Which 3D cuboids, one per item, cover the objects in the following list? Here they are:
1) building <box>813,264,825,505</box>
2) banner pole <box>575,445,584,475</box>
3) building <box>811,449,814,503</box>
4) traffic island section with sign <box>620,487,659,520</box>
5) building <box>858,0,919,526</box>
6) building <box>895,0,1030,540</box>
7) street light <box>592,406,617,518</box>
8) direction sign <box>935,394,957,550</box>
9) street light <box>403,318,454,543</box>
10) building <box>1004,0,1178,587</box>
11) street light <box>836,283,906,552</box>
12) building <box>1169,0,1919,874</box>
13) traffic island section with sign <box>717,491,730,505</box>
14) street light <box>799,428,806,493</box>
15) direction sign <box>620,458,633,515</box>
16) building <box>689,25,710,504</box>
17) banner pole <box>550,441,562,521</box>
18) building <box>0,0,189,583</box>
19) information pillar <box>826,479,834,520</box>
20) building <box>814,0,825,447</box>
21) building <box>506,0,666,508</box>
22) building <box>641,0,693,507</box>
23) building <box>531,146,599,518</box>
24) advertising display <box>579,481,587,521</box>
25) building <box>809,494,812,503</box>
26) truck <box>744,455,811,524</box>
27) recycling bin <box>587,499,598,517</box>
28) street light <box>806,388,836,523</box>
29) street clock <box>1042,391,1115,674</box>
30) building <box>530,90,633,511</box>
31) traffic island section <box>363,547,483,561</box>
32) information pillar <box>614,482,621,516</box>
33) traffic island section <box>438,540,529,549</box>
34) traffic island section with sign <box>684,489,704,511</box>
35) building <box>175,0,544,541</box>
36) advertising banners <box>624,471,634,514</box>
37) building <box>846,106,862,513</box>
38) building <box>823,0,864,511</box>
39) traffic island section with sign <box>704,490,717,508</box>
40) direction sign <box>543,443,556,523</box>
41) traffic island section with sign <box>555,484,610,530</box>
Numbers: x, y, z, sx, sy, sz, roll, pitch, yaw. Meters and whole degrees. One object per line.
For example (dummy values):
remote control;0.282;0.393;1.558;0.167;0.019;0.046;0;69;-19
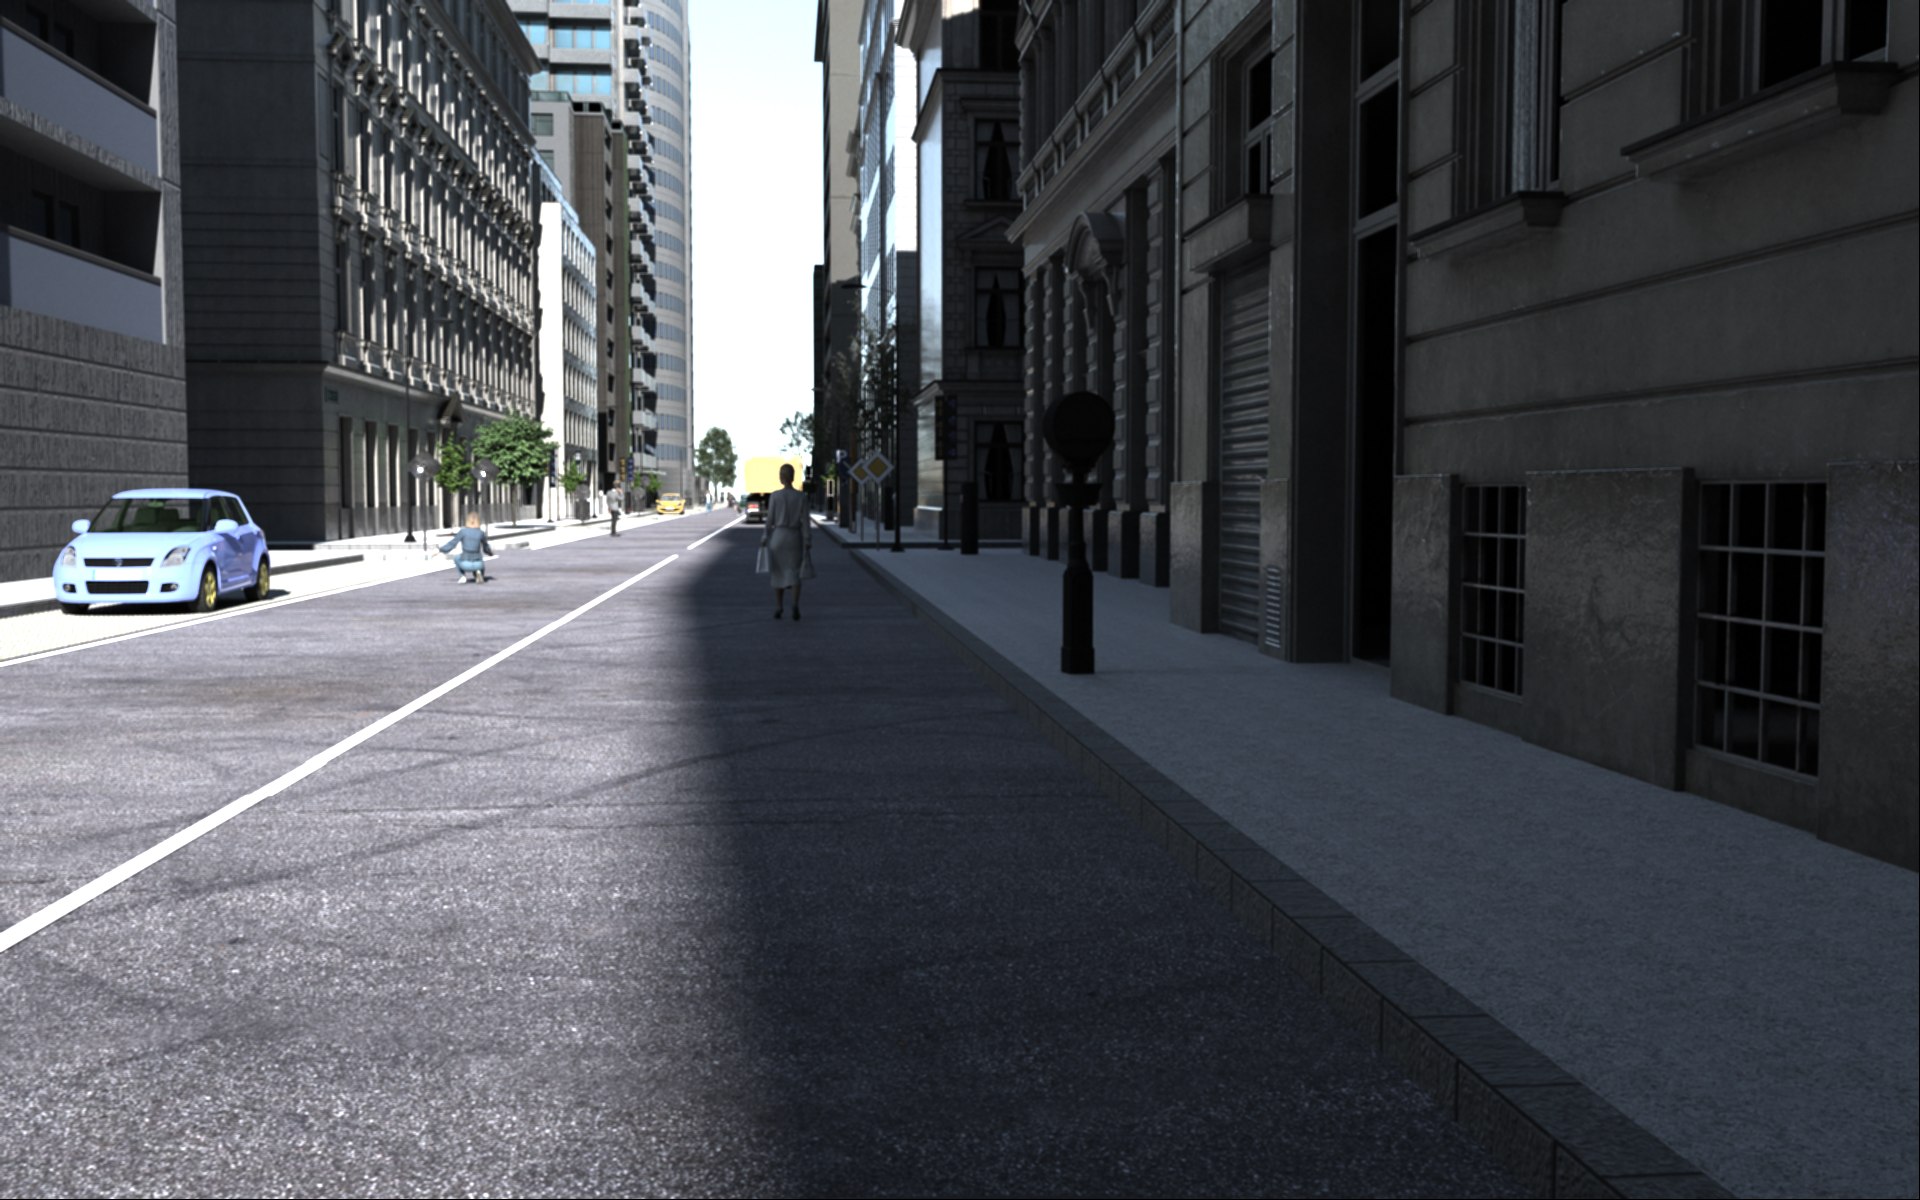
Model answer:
building;-11.519;-27.347;218.825;14.160;30.474;14.107;0;4;-6
banner pole;-19.292;-5.994;88.021;0.863;3.779;0.401;3;4;36
building;-9.367;-56.735;240.293;22.319;86.520;31.000;0;4;-6
traffic island section with sign;-17.679;-5.317;95.554;1.989;1.847;2.006;0;4;-6
building;1.333;-18.690;83.082;11.434;29.767;29.804;0;4;-6
building;7.954;-11.561;53.648;19.286;19.102;10.561;0;4;-6
street light;-18.700;-7.246;91.021;1.470;5.913;1.316;0;4;-6
direction sign;-0.323;-2.920;39.739;0.379;3.537;0.876;-2;4;-33
street light;-14.045;-4.481;45.802;1.470;5.913;1.316;0;4;-6
building;7.027;-12.167;27.816;11.050;23.489;19.941;0;4;-6
street light;-1.926;-4.023;38.323;1.470;5.913;1.316;0;4;-6
building;10.748;-10.388;3.128;16.112;22.955;30.059;0;4;-6
traffic island section with sign;-31.071;-13.353;226.944;1.989;1.847;2.006;0;4;-6
street light;-10.307;-9.098;121.299;1.470;5.913;1.316;0;4;-6
direction sign;-20.717;-7.069;107.580;0.876;3.537;0.379;-3;4;-37
building;-48.030;-50.109;257.531;20.563;71.187;20.611;0;4;-6
banner pole;-19.209;-5.633;82.121;0.863;3.779;0.401;3;5;42
building;-28.052;-29.551;25.153;28.212;58.520;21.231;0;4;-6
information pillar;-6.506;-5.024;86.638;0.304;2.012;0.304;-1;4;-22
building;-0.746;-36.350;183.563;28.713;52.752;27.495;0;4;-6
building;-38.114;-32.378;148.983;23.786;49.044;30.456;0;4;-6
building;-39.033;-38.916;178.280;21.231;58.520;28.212;0;4;-6
building;-26.818;-14.902;98.403;10.420;20.320;16.860;0;4;-6
advertising display;-17.999;-4.740;82.709;0.123;1.923;0.974;0;4;5
building;-7.807;-35.325;269.451;32.217;40.220;23.993;0;4;-6
truck;-9.150;-5.497;85.800;3.469;3.379;9.791;0;4;-4
recycling bin;-20.744;-5.170;97.081;0.722;1.027;0.722;-3;4;-38
street light;-5.878;-6.331;76.058;1.470;5.913;1.316;0;4;-6
street clock;0.845;-0.477;12.371;0.471;2.002;0.358;-1;4;-17
building;-31.981;-21.756;127.419;14.160;30.474;14.107;0;4;-6
traffic island section;-11.829;-0.976;38.245;2.009;0.180;2.903;0;4;-6
information pillar;-20.135;-5.955;101.857;0.304;2.012;0.304;2;4;27
traffic island section;-12.639;-1.462;46.189;2.009;0.180;2.903;0;4;-6
traffic island section with sign;-22.798;-8.386;145.735;1.989;1.847;2.006;0;4;-6
building;-27.240;-17.750;66.628;17.030;29.872;44.131;0;4;-6
advertising banners;-21.508;-7.121;112.617;0.090;3.025;2.074;-2;4;-26
building;0.077;-19.752;110.329;14.401;28.519;23.554;0;4;-6
building;-0.365;-31.794;143.531;21.300;48.544;21.600;0;4;-6
traffic island section with sign;-25.523;-10.026;172.552;1.989;1.847;2.006;0;4;-6
direction sign;-18.354;-5.226;77.442;0.379;3.537;0.876;1;4;23
traffic island section with sign;-14.949;-3.676;68.737;1.989;1.847;2.006;0;4;-6
